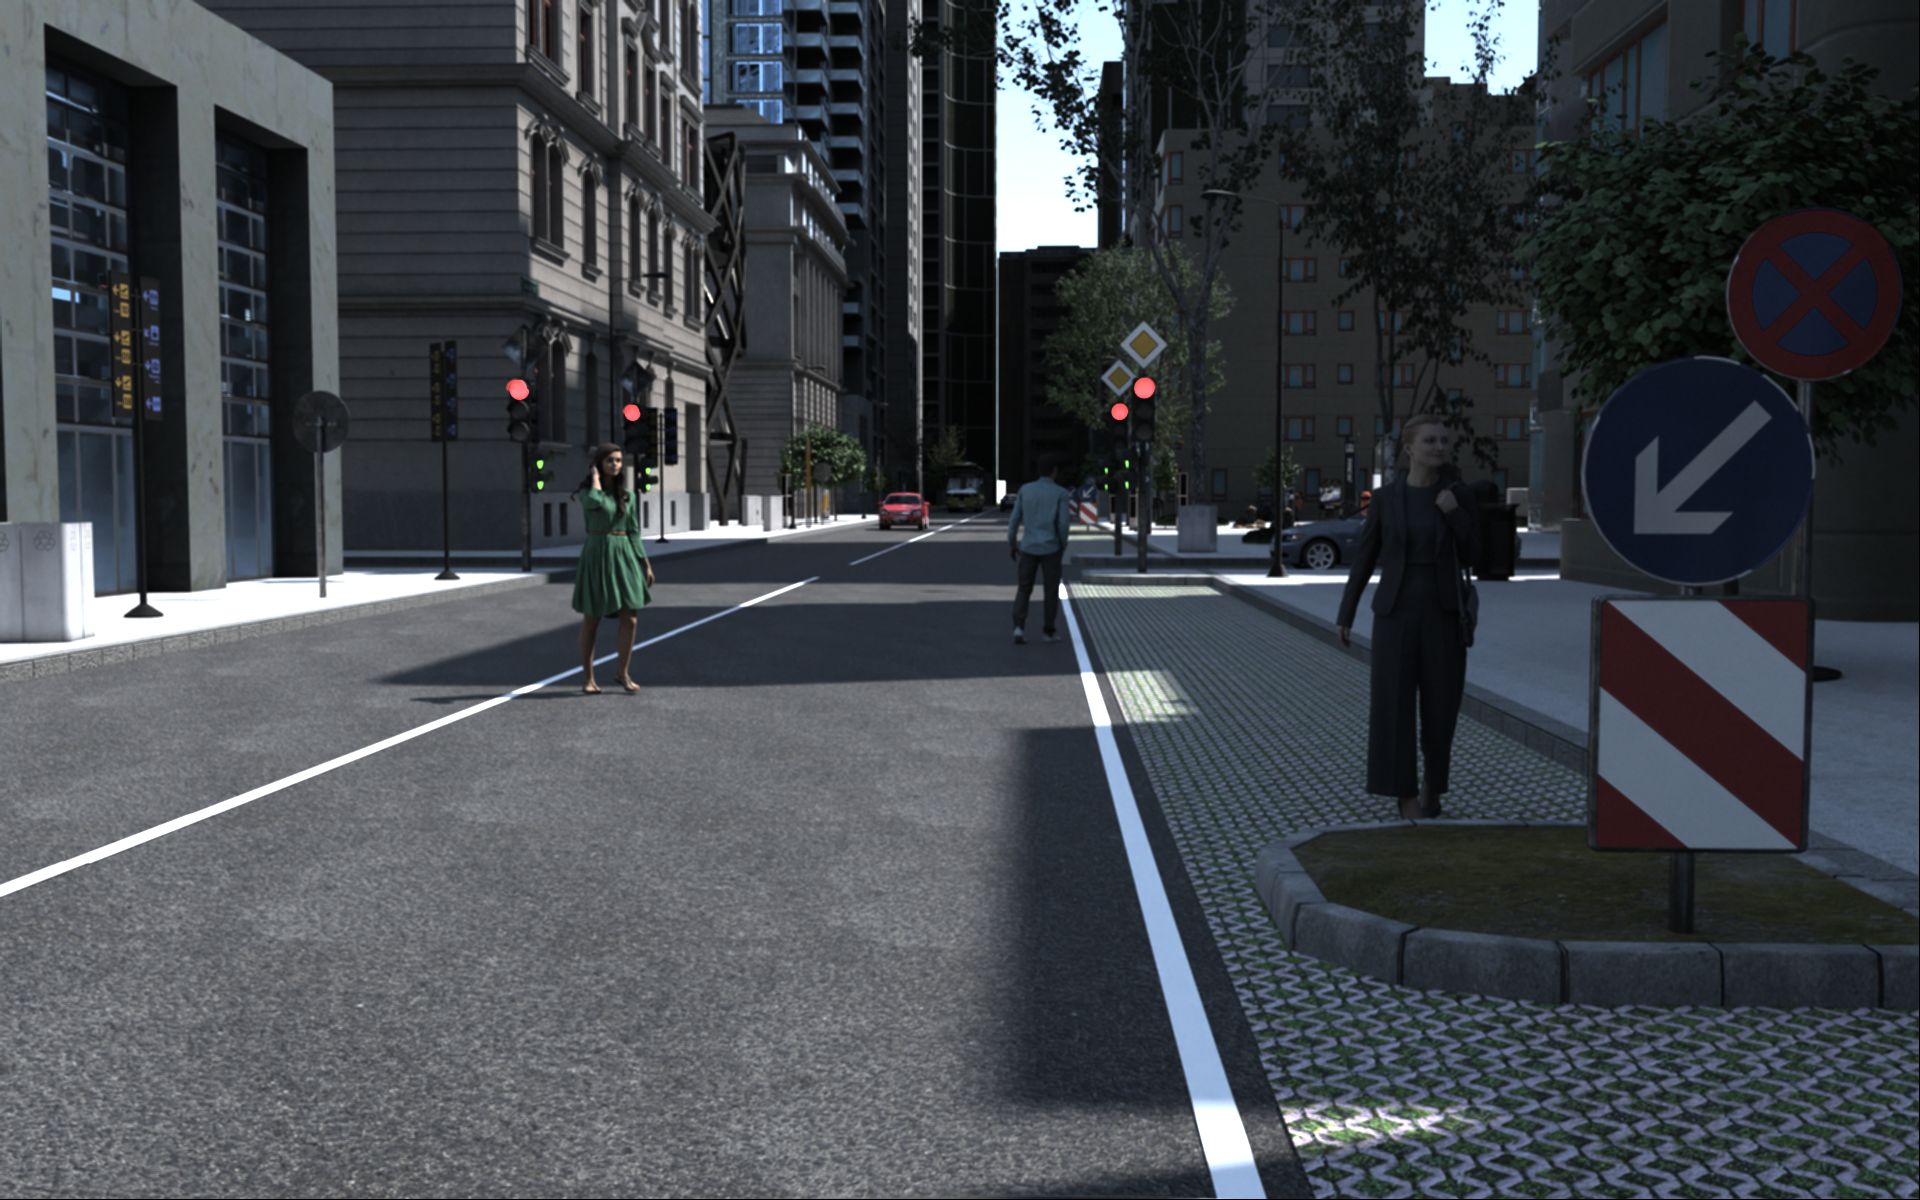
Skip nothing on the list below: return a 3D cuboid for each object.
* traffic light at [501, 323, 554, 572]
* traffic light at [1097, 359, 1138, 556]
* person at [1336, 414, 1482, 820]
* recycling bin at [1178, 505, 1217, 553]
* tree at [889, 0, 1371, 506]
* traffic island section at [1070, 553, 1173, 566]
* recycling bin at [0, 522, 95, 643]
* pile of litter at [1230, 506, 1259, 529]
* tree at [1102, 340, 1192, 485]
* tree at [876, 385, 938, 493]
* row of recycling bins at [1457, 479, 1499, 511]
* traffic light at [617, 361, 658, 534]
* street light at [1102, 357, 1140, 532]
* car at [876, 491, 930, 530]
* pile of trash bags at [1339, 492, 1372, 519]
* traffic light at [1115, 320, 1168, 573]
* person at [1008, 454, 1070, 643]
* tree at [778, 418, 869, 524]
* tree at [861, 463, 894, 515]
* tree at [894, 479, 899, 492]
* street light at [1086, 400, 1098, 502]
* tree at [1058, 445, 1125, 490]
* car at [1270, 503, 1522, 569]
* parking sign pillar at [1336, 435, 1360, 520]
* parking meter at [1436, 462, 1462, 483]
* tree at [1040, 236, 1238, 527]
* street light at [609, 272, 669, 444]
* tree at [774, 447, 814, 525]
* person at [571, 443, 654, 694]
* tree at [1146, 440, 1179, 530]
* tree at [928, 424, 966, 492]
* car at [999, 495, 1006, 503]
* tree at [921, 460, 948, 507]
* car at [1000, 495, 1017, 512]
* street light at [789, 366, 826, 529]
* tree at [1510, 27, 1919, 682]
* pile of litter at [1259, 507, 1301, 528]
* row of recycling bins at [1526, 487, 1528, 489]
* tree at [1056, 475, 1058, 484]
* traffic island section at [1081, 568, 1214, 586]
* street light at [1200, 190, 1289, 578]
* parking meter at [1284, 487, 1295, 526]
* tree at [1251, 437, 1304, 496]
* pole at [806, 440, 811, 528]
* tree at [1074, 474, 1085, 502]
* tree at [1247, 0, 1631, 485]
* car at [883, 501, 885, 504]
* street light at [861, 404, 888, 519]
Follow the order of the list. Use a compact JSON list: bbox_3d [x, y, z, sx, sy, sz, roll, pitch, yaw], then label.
[{"bbox_3d":[-7.151,-2.423,28.536,0.839,4.253,0.868,0,4,2],"label":"traffic light"},{"bbox_3d":[3.289,-2.886,36.104,0.839,4.253,0.868,0,4,2],"label":"traffic light"},{"bbox_3d":[1.957,0.087,7.492,0.576,1.772,0.534,0,4,-7],"label":"person"},{"bbox_3d":[5.238,-1.568,38.190,0.722,1.027,0.722,2,4,23],"label":"recycling bin"},{"bbox_3d":[5.058,-11.568,45.027,12.611,20.169,13.585,0,3,0],"label":"tree"},{"bbox_3d":[3.329,-0.852,36.216,2.009,0.180,2.903,0,4,2],"label":"traffic island section"},{"bbox_3d":[-8.103,-0.163,15.223,0.722,1.027,0.722,-1,4,-9],"label":"recycling bin"},{"bbox_3d":[10.926,-3.098,64.614,1.719,0.858,1.176,1,4,10],"label":"pile of litter"},{"bbox_3d":[8.626,-7.882,79.231,4.737,8.622,4.395,0,3,0],"label":"tree"},{"bbox_3d":[-3.567,-10.235,117.705,4.360,8.622,3.978,0,3,0],"label":"tree"},{"bbox_3d":[13.543,-2.547,48.763,3.534,1.692,1.069,-1,4,-20],"label":"row of recycling bins"},{"bbox_3d":[-6.814,-2.911,36.514,0.839,4.253,0.868,0,4,2],"label":"traffic light"},{"bbox_3d":[5.540,-5.268,58.674,1.470,5.913,1.316,0,4,2],"label":"street light"},{"bbox_3d":[-2.264,-3.734,70.084,2.155,1.783,4.494,0,4,2],"label":"car"},{"bbox_3d":[15.558,-3.480,66.658,1.912,1.369,3.447,1,4,14],"label":"pile of trash bags"},{"bbox_3d":[2.952,-2.398,28.126,0.839,4.253,0.868,0,4,2],"label":"traffic light"},{"bbox_3d":[0.743,-0.500,16.692,0.660,1.820,0.620,1,4,20],"label":"person"},{"bbox_3d":[-6.142,-5.559,74.605,4.285,4.588,4.351,0,3,0],"label":"tree"},{"bbox_3d":[-5.336,-6.854,106.660,1.663,3.219,1.824,0,3,0],"label":"tree"},{"bbox_3d":[-4.707,-7.257,113.253,1.663,3.219,1.824,0,3,0],"label":"tree"},{"bbox_3d":[6.865,-6.866,84.802,1.470,5.913,1.316,0,4,2],"label":"street light"},{"bbox_3d":[9.663,-8.134,116.703,4.285,4.588,4.351,0,3,0],"label":"tree"},{"bbox_3d":[7.993,-1.221,31.968,4.499,1.417,2.014,0,4,1],"label":"car"},{"bbox_3d":[18.045,-5.579,79.682,1.447,3.967,1.447,2,4,25],"label":"parking sign pillar"},{"bbox_3d":[8.097,-1.419,28.919,0.399,1.863,0.255,2,4,32],"label":"parking meter"},{"bbox_3d":[6.915,-8.745,68.734,9.928,11.665,9.643,0,3,0],"label":"tree"},{"bbox_3d":[-6.779,-3.906,36.404,1.470,5.913,1.316,0,4,2],"label":"street light"},{"bbox_3d":[-7.032,-4.671,70.975,1.663,3.219,1.824,0,3,0],"label":"tree"},{"bbox_3d":[-2.525,-0.226,12.449,0.529,1.795,0.600,3,5,42],"label":"person"},{"bbox_3d":[7.456,-4.145,62.372,1.663,3.219,1.824,0,3,0],"label":"tree"},{"bbox_3d":[-1.260,-14.094,180.797,4.737,8.622,4.395,0,3,0],"label":"tree"},{"bbox_3d":[4.743,-9.244,163.498,2.083,1.381,4.827,0,4,1],"label":"car"},{"bbox_3d":[-2.075,-11.244,167.547,4.285,4.588,4.351,0,3,0],"label":"tree"},{"bbox_3d":[4.179,-7.786,139.888,1.945,1.354,3.894,0,4,4],"label":"car"},{"bbox_3d":[-5.550,-5.528,62.918,1.470,5.913,1.316,0,4,2],"label":"street light"},{"bbox_3d":[5.621,-1.753,12.380,4.285,4.588,4.351,0,3,0],"label":"tree"},{"bbox_3d":[10.797,-2.600,56.474,1.719,0.858,1.176,0,4,-1],"label":"pile of litter"},{"bbox_3d":[27.838,-4.456,79.966,3.534,1.692,1.069,0,4,4],"label":"row of recycling bins"},{"bbox_3d":[11.753,-12.091,181.403,4.285,4.588,4.351,0,3,0],"label":"tree"},{"bbox_3d":[2.991,-0.364,28.238,2.009,0.180,2.903,0,4,2],"label":"traffic island section"},{"bbox_3d":[4.374,-3.309,26.639,1.470,5.913,1.316,0,4,2],"label":"street light"},{"bbox_3d":[11.702,-3.249,61.527,0.372,1.533,0.369,0,3,0],"label":"parking meter"},{"bbox_3d":[10.693,-3.941,59.044,1.663,3.219,1.824,0,3,0],"label":"tree"},{"bbox_3d":[-5.706,-4.361,65.148,0.158,3.312,0.155,0,3,0],"label":"pole"},{"bbox_3d":[10.334,-9.308,146.780,1.663,3.219,1.824,0,3,0],"label":"tree"},{"bbox_3d":[5.501,-4.328,21.130,4.360,8.622,3.978,0,3,0],"label":"tree"},{"bbox_3d":[-2.582,-4.329,80.367,1.945,1.707,3.694,0,4,2],"label":"car"},{"bbox_3d":[-4.409,-7.126,89.053,1.470,5.913,1.316,0,4,2],"label":"street light"}]
